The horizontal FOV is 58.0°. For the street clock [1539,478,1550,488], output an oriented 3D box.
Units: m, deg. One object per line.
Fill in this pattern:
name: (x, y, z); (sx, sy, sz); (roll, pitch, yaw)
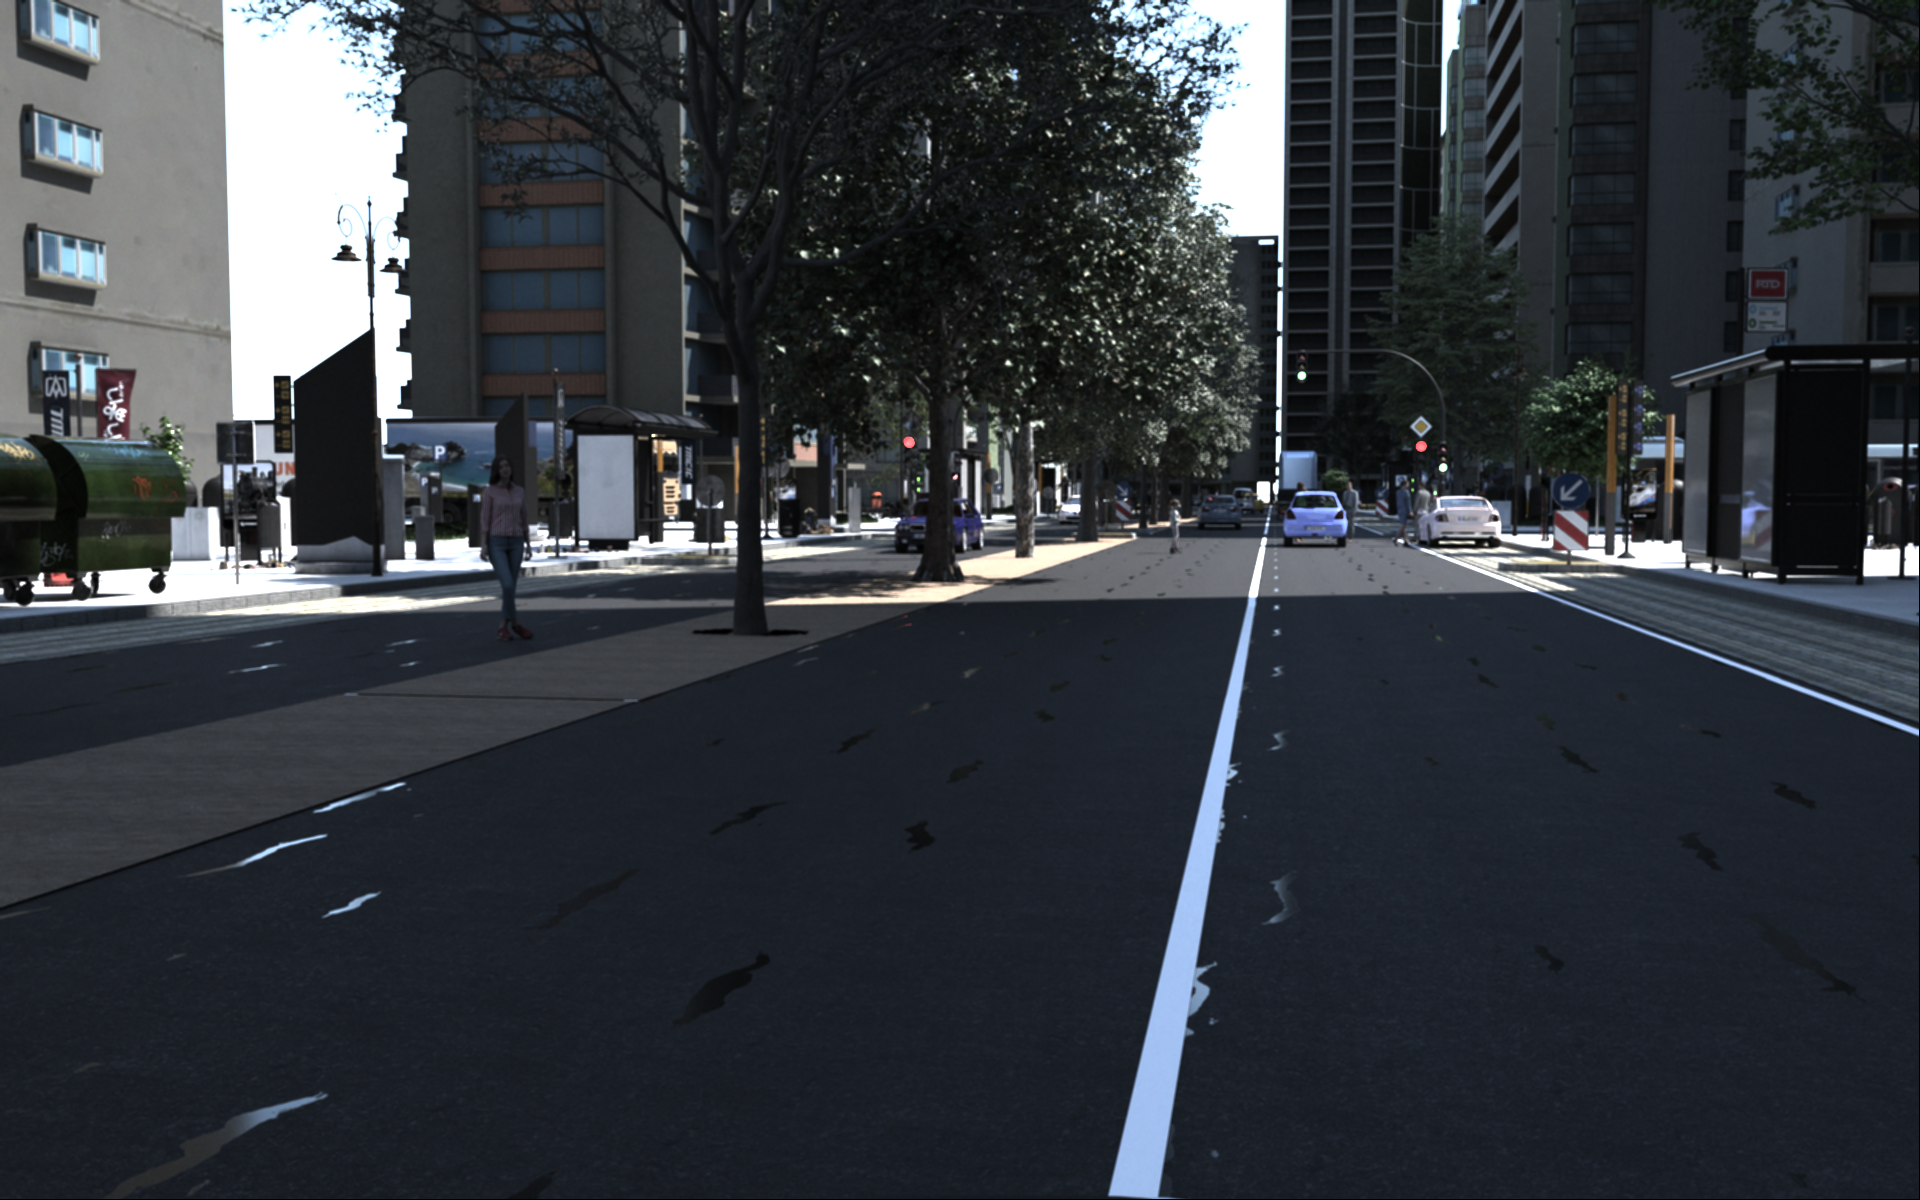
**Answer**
street clock: (26.573, -4.541, 78.819); (0.358, 2.002, 0.471); (-2, 4, -24)

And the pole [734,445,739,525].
pole: (-9.363, -4.827, 72.758); (0.158, 3.312, 0.155); (0, 3, 0)

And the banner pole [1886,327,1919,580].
banner pole: (14.427, -2.198, 25.961); (0.863, 3.779, 0.401); (1, 4, 11)

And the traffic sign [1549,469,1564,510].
traffic sign: (16.836, -2.959, 48.375); (0.884, 2.594, 0.081); (1, 4, 11)

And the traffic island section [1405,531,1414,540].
traffic island section: (15.084, -1.958, 54.301); (2.009, 0.180, 2.903); (1, 4, 10)

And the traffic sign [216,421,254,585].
traffic sign: (-10.202, -1.362, 24.399); (0.606, 2.300, 0.079); (1, 4, 15)

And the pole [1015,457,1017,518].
pole: (3.005, -5.955, 91.210); (0.158, 3.312, 0.155); (0, 3, 0)

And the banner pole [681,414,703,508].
banner pole: (-8.363, -3.940, 54.435); (0.863, 3.779, 0.401); (-1, 4, -18)

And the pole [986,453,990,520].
pole: (1.405, -5.658, 86.357); (0.158, 3.312, 0.155); (0, 3, 0)

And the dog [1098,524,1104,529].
dog: (5.569, -2.987, 68.124); (0.406, 0.507, 0.540); (-1, 4, -23)

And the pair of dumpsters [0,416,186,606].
pair of dumpsters: (-11.085, -1.089, 20.307); (1.574, 2.255, 4.437); (1, 4, 10)

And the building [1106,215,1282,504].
building: (33.149, -33.814, 244.733); (23.993, 40.220, 32.217); (1, 4, 10)

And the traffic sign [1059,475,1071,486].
traffic sign: (7.227, -7.318, 119.647); (0.884, 2.594, 0.081); (1, 4, 17)

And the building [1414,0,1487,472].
building: (61.098, -53.177, 182.118); (22.319, 86.520, 31.000); (1, 4, 10)

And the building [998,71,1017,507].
building: (-5.466, -51.598, 156.291); (22.319, 86.520, 31.000); (1, 4, 10)

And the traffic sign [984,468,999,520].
traffic sign: (1.540, -5.229, 85.597); (0.768, 2.556, 0.104); (1, 4, 15)

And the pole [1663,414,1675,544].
pole: (18.184, -3.093, 44.409); (0.158, 3.312, 0.155); (0, 3, 0)

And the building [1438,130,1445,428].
building: (78.896, -39.418, 233.718); (27.495, 52.752, 28.713); (1, 4, 10)

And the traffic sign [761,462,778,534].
traffic sign: (-5.912, -3.219, 52.736); (0.768, 2.556, 0.104); (1, 4, 17)

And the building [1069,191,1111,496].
building: (9.585, -37.833, 242.276); (21.600, 48.544, 21.300); (1, 4, 10)

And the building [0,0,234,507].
building: (-34.565, -25.672, 43.441); (21.600, 48.544, 21.300); (1, 4, 10)

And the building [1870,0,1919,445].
building: (46.222, -27.557, 74.262); (21.600, 48.544, 21.300); (1, 4, 10)

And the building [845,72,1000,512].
building: (-5.092, -27.025, 125.449); (14.154, 41.232, 14.086); (1, 4, 10)

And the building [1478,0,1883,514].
building: (48.845, -30.414, 120.977); (21.300, 48.544, 21.600); (1, 4, 10)

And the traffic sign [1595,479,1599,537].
traffic sign: (19.194, -3.182, 52.133); (0.768, 2.556, 0.104); (1, 4, 18)

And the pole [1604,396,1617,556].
pole: (13.544, -2.579, 36.014); (0.158, 3.312, 0.155); (0, 3, 0)

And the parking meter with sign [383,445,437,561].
parking meter with sign: (-11.092, -2.278, 33.499); (1.738, 3.016, 0.543); (-1, 4, -15)

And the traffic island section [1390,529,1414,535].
traffic island section: (16.506, -2.439, 62.159); (2.009, 0.180, 2.903); (1, 4, 10)

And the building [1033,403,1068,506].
building: (-1.079, -37.073, 195.375); (27.495, 52.752, 28.713); (1, 4, 10)

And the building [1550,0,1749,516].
building: (39.386, -19.721, 94.140); (14.160, 30.474, 14.107); (1, 4, 10)

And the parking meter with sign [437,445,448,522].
parking meter with sign: (-18.562, -3.932, 60.545); (0.543, 3.016, 1.738); (1, 4, 13)

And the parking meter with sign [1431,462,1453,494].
parking meter with sign: (25.793, -5.945, 93.464); (1.738, 3.016, 0.543); (0, 4, 3)

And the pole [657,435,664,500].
pole: (-10.179, -3.974, 58.817); (0.158, 3.312, 0.155); (0, 3, 0)

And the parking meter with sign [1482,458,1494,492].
parking meter with sign: (25.836, -5.422, 84.905); (0.543, 3.016, 1.738); (1, 4, 14)

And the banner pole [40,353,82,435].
banner pole: (-15.908, -2.499, 30.874); (0.863, 3.779, 0.401); (0, 4, -3)

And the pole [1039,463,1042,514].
pole: (5.186, -7.235, 112.135); (0.158, 3.312, 0.155); (0, 3, 0)

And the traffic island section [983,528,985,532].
traffic island section: (-0.214, -2.624, 65.179); (2.009, 0.180, 2.903); (1, 4, 10)

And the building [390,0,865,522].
building: (-17.637, -26.830, 93.296); (22.147, 44.769, 28.867); (1, 4, 10)

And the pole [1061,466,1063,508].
pole: (7.328, -7.993, 124.525); (0.158, 3.312, 0.155); (0, 3, 0)

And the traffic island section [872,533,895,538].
traffic island section: (-1.636, -2.143, 57.321); (2.009, 0.180, 2.903); (1, 4, 10)

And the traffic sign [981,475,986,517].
traffic sign: (1.417, -5.697, 95.269); (0.606, 2.300, 0.079); (1, 4, 11)

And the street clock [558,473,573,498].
street clock: (-13.465, -3.340, 59.185); (0.471, 2.002, 0.358); (0, 4, 8)

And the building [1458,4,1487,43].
building: (49.316, -28.396, 147.865); (14.154, 41.232, 14.086); (1, 4, 10)

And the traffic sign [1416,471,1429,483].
traffic sign: (25.495, -5.847, 95.709); (0.768, 2.556, 0.104); (1, 4, 14)

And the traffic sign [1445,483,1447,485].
traffic sign: (27.428, -6.013, 98.421); (0.768, 2.556, 0.104); (1, 4, 11)

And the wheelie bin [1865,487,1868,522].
wheelie bin: (16.722, -1.527, 32.876); (0.693, 1.594, 0.980); (-1, 4, -22)

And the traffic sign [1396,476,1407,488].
traffic sign: (23.884, -5.606, 93.782); (0.606, 2.300, 0.079); (1, 4, 14)

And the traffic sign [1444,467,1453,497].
traffic sign: (23.435, -5.061, 82.860); (0.768, 2.556, 0.104); (1, 4, 13)

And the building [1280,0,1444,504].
building: (53.951, -48.639, 233.507); (20.611, 71.187, 20.563); (1, 4, 10)

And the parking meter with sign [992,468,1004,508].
parking meter with sign: (2.467, -7.323, 115.988); (0.543, 3.016, 1.738); (-2, 4, -25)

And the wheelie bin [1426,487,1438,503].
wheelie bin: (21.141, -4.274, 77.784); (0.693, 1.594, 0.980); (2, 4, 27)

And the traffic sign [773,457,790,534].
traffic sign: (-5.775, -3.358, 55.015); (0.768, 2.556, 0.104); (1, 4, 15)
